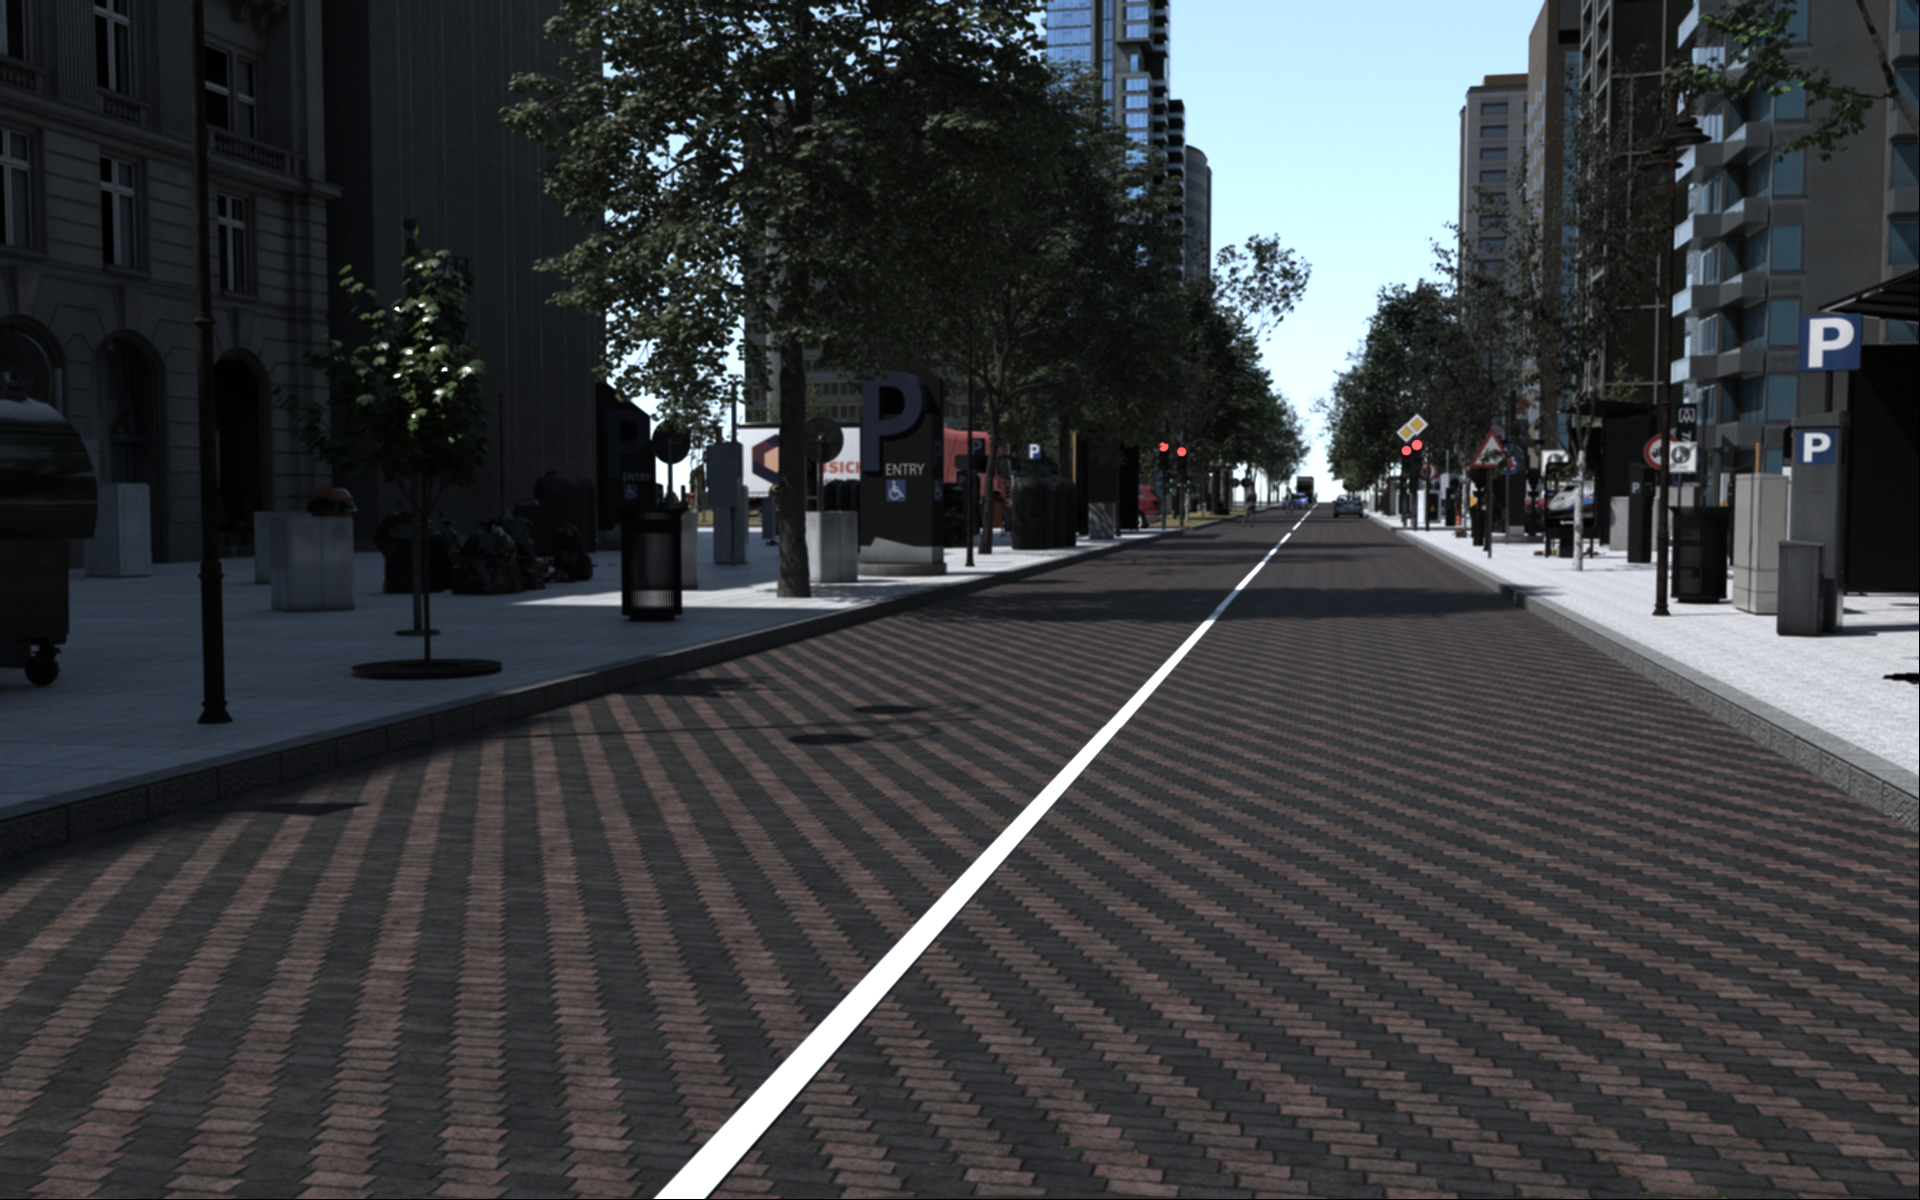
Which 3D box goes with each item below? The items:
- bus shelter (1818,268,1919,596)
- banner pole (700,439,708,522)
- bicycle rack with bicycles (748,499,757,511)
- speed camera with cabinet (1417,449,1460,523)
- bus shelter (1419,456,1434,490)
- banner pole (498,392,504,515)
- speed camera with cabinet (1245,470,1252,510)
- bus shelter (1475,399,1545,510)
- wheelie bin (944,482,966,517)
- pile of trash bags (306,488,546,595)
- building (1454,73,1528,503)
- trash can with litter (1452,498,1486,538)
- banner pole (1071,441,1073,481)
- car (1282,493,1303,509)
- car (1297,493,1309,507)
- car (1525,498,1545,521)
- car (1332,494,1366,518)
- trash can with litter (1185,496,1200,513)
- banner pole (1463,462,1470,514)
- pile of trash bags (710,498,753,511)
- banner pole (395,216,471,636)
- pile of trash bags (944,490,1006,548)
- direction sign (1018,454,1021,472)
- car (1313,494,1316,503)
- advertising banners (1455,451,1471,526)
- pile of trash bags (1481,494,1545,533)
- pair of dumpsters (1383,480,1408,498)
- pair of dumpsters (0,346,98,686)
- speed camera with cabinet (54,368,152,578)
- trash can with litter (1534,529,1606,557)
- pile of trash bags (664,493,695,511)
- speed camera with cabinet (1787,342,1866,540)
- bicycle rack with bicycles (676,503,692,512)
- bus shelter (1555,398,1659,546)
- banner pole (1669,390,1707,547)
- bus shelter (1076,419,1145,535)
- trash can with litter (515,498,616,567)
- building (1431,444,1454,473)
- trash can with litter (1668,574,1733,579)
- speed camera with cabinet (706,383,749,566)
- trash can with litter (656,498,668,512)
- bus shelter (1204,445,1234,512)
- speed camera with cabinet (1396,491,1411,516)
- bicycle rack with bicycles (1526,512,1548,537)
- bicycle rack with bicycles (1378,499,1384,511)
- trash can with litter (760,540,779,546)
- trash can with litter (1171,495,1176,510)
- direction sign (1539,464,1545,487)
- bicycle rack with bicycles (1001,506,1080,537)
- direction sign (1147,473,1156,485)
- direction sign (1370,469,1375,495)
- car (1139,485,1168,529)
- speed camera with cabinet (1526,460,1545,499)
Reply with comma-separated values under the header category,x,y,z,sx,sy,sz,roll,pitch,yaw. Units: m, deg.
category,x,y,z,sx,sy,sz,roll,pitch,yaw
bus shelter,10.981,-1.677,18.701,1.731,3.624,6.357,1,4,12
banner pole,-11.597,-5.464,79.356,0.401,3.779,0.863,2,4,32
bicycle rack with bicycles,-15.910,-7.060,128.817,2.852,0.926,2.925,-3,5,-42
speed camera with cabinet,21.089,-5.016,76.347,2.038,3.252,0.660,-2,4,-27
bus shelter,32.145,-8.604,118.304,2.179,5.291,8.768,1,4,12
banner pole,-11.243,-3.212,42.537,0.401,3.779,0.863,-1,4,-15
speed camera with cabinet,23.095,-8.842,138.905,0.660,3.252,2.038,1,4,9
bus shelter,22.295,-5.697,70.773,2.179,5.291,8.768,1,4,12
wheelie bin,-0.234,-2.380,46.820,0.693,1.594,0.980,2,4,30
pile of trash bags,-7.241,-0.821,23.180,3.447,1.369,1.912,1,4,18
building,82.301,-43.232,248.838,21.231,58.520,28.212,1,4,12
trash can with litter,14.988,-2.411,50.805,1.055,1.170,0.624,2,4,27
banner pole,5.463,-5.602,81.608,0.863,3.779,0.401,3,4,36
car,31.454,-9.444,163.994,1.945,1.707,3.694,1,4,11
car,36.762,-10.874,187.375,1.945,1.707,3.694,1,4,11
car,22.606,-3.331,63.128,5.304,1.827,2.281,1,4,10
car,23.621,-5.702,105.232,2.014,1.417,4.499,1,4,13
trash can with litter,16.126,-6.650,120.107,1.055,1.170,0.624,-3,5,-42
banner pole,32.919,-7.519,112.956,0.401,3.779,0.863,-3,4,-39
pile of trash bags,-17.872,-7.674,135.219,3.447,1.369,1.912,0,4,5
banner pole,-4.818,-1.584,15.910,0.401,3.779,0.863,3,4,37
pile of trash bags,-0.401,-1.973,42.014,3.447,1.369,1.912,-2,4,-33
direction sign,3.113,-6.528,98.728,0.876,3.537,0.379,-2,4,-32
car,58.469,-17.024,288.570,2.015,1.641,3.980,1,4,14
advertising banners,20.382,-4.563,70.787,0.090,3.025,2.074,-1,4,-10
pile of trash bags,18.257,-2.959,58.128,1.912,1.369,3.447,0,4,-8
pair of dumpsters,29.282,-6.959,116.280,1.574,2.255,4.437,1,4,12
pair of dumpsters,-6.947,-0.437,9.633,1.574,2.255,4.437,1,4,12
speed camera with cabinet,-13.498,-2.002,27.071,2.038,3.252,0.660,2,4,34
trash can with litter,12.867,-1.544,36.302,2.233,1.210,1.678,-2,4,-34
pile of trash bags,-23.309,-7.963,139.947,3.447,1.369,1.912,1,4,10
speed camera with cabinet,11.372,-1.766,23.207,0.660,3.252,2.038,-1,4,-12
bicycle rack with bicycles,-20.351,-6.565,120.724,2.925,0.926,2.852,0,4,4
bus shelter,16.874,-3.310,45.400,1.731,3.624,6.357,1,4,12
banner pole,17.755,-3.178,41.980,0.863,3.779,0.401,1,4,10
bus shelter,5.113,-4.039,57.315,1.731,3.624,6.357,1,4,12
trash can with litter,-7.266,-1.204,30.735,2.233,1.210,1.678,0,4,2
building,90.434,-26.492,278.185,27.650,21.520,28.899,1,4,12
trash can with litter,11.899,-0.935,26.349,2.233,1.210,1.678,1,4,13
speed camera with cabinet,-4.234,-2.278,31.575,0.660,3.252,2.038,0,4,-2
trash can with litter,-14.713,-4.343,82.073,1.678,1.210,2.233,-3,5,-44
bus shelter,19.358,-9.291,129.541,2.179,5.291,8.768,1,4,12
speed camera with cabinet,26.118,-6.430,99.466,2.038,3.252,0.660,1,4,14
bicycle rack with bicycles,17.984,-2.243,50.057,2.925,0.926,2.852,1,4,23
bicycle rack with bicycles,32.745,-7.264,132.140,2.925,0.926,2.852,-2,4,-30
trash can with litter,-4.416,-1.999,43.741,1.678,1.210,2.233,2,4,29
trash can with litter,16.696,-7.619,135.957,0.624,1.170,1.055,-1,4,-11
direction sign,44.577,-8.574,132.187,0.876,3.537,0.379,-1,4,-17
bicycle rack with bicycles,2.353,-2.396,52.555,2.852,0.926,2.925,0,4,6
direction sign,15.659,-9.178,142.050,0.876,3.537,0.379,3,4,38
direction sign,32.944,-8.936,138.092,0.876,3.537,0.379,-3,5,-41
car,5.346,-3.562,66.914,5.304,1.827,2.281,1,4,13
speed camera with cabinet,33.998,-6.552,101.459,2.038,3.252,0.660,-3,4,-38
